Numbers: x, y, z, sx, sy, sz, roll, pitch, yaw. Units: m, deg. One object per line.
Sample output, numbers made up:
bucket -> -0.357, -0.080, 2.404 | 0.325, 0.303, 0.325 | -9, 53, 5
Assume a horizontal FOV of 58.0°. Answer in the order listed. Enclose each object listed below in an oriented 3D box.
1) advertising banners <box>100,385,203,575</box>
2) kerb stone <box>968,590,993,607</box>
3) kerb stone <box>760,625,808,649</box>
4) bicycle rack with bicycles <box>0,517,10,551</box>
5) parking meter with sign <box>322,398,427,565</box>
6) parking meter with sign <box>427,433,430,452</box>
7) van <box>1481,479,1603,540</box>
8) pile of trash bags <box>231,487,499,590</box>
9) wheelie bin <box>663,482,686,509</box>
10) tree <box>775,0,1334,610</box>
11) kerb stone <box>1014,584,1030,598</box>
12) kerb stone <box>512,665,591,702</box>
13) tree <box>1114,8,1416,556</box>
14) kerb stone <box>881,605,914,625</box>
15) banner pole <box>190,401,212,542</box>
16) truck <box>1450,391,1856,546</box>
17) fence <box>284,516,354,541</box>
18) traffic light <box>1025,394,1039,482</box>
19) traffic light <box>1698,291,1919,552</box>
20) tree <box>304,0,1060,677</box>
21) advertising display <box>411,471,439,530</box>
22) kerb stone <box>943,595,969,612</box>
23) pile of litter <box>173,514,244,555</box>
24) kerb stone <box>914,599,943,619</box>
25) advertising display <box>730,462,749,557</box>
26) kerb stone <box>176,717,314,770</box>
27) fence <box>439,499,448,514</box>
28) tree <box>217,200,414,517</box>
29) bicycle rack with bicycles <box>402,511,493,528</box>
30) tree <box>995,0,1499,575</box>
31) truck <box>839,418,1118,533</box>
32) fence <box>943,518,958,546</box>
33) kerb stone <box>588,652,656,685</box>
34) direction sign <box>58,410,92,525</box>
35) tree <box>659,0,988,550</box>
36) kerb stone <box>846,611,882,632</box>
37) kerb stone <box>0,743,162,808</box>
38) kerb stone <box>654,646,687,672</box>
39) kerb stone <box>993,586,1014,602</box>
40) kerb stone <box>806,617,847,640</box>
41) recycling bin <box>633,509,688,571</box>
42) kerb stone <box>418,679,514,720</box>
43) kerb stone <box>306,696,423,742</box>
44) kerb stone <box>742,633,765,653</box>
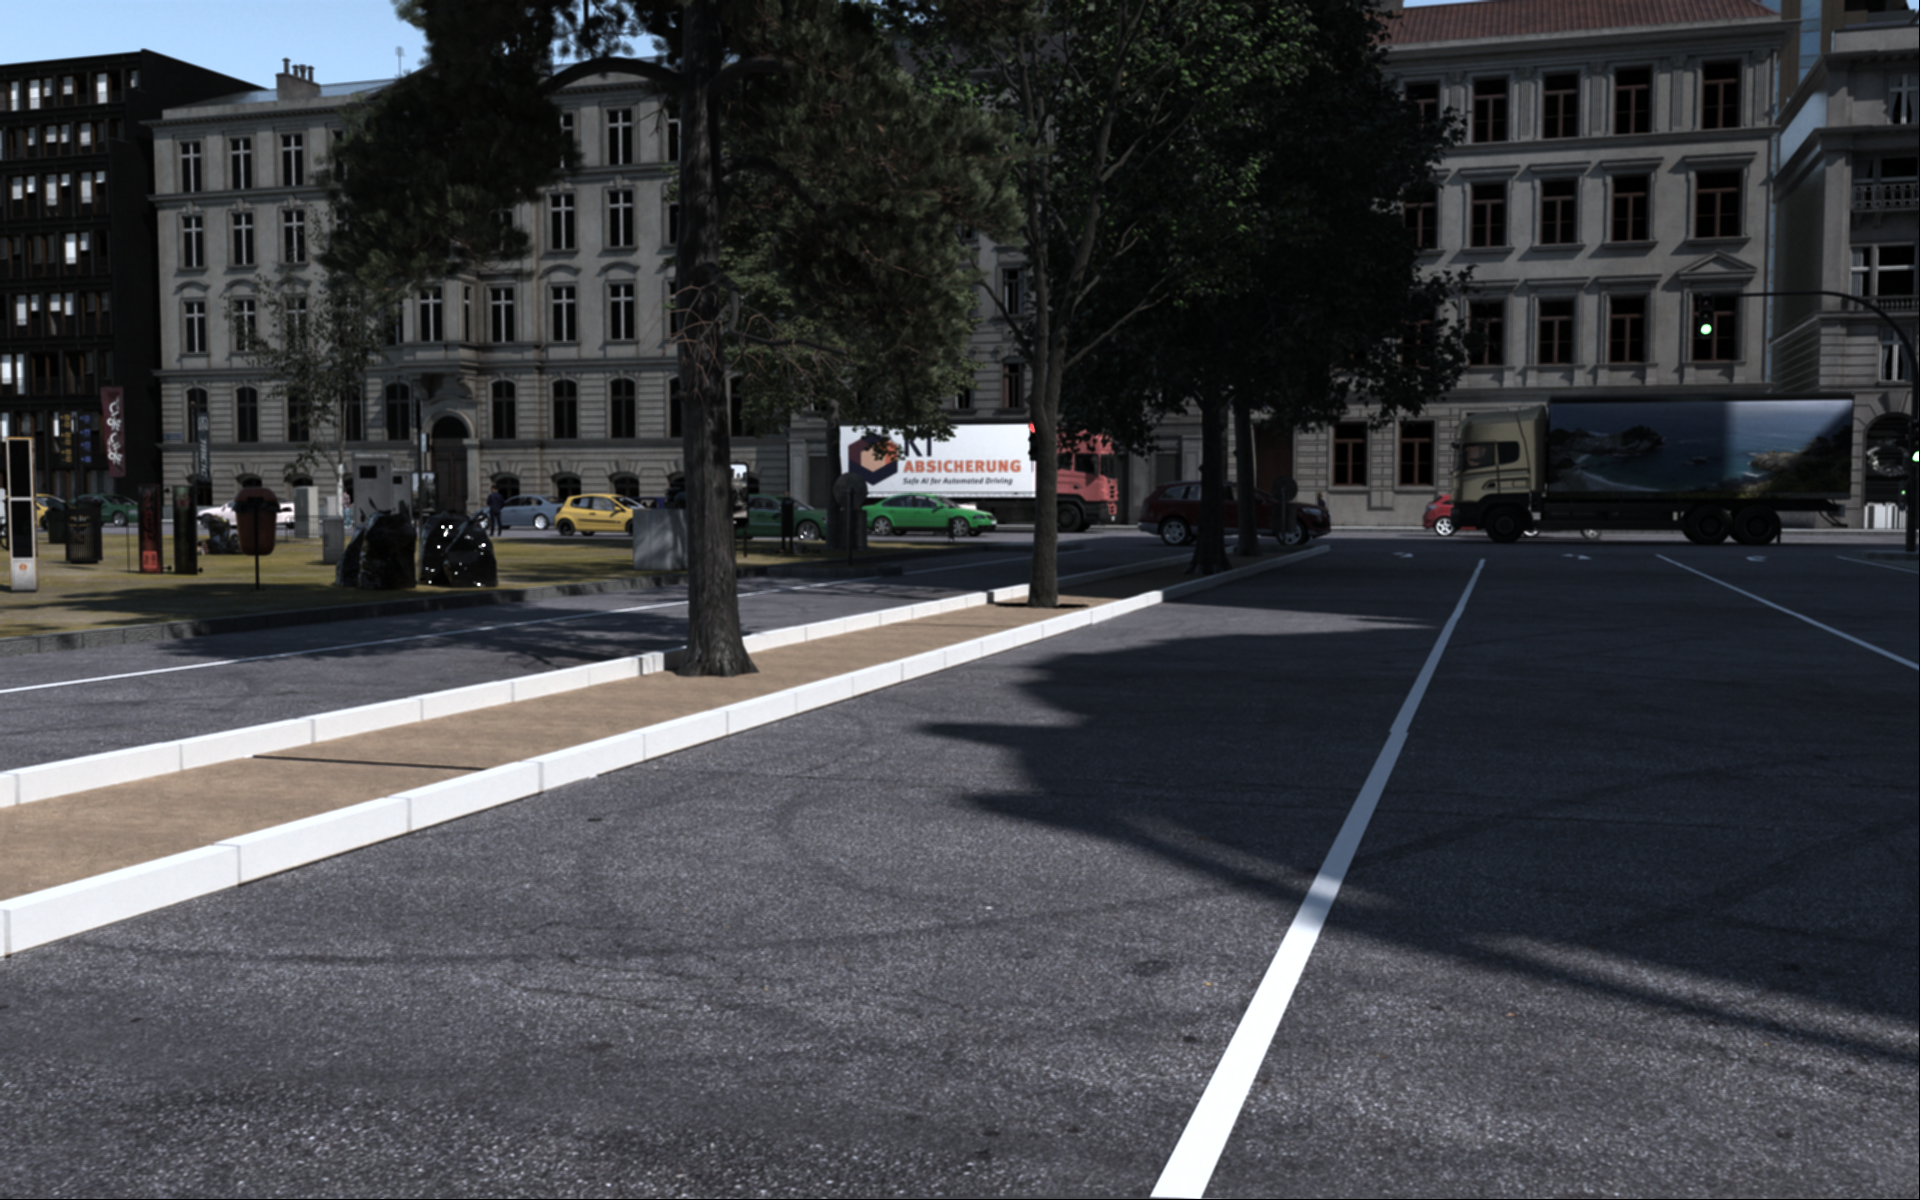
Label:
advertising banners -> -12.960, -1.928, 27.708 | 2.074, 3.025, 0.090 | 2, 4, 23
kerb stone -> 0.184, 0.001, 22.184 | 0.120, 0.150, 1.000 | 1, 4, 18
kerb stone -> -1.706, 0.361, 16.295 | 0.120, 0.150, 1.000 | 1, 4, 18
bicycle rack with bicycles -> -22.493, -1.552, 38.750 | 2.852, 0.926, 2.925 | 2, 4, 25
parking meter with sign -> -10.669, -2.153, 31.461 | 1.738, 3.016, 0.543 | -1, 4, -15
parking meter with sign -> -15.983, -3.234, 49.142 | 1.738, 3.016, 0.543 | -2, 4, -34
van -> 18.768, -2.958, 55.379 | 4.112, 2.044, 2.013 | 1, 4, 18
pile of trash bags -> -8.199, -0.867, 23.930 | 3.447, 1.369, 1.912 | -1, 4, -21
wheelie bin -> -7.625, -2.397, 47.099 | 0.980, 1.594, 0.693 | 2, 4, 34
tree -> 1.114, -5.696, 21.343 | 9.928, 11.665, 9.643 | 0, 3, 0
kerb stone -> 0.811, -0.119, 24.136 | 0.120, 0.150, 1.000 | 1, 4, 18
kerb stone -> -2.956, 0.604, 12.357 | 0.120, 0.150, 1.000 | 1, 4, 18
tree -> 6.501, -7.939, 39.685 | 7.806, 13.903, 7.818 | 0, 3, 0
kerb stone -> -0.760, 0.181, 19.236 | 0.120, 0.150, 1.000 | 1, 4, 18
banner pole -> -20.474, -3.465, 46.673 | 0.863, 3.779, 0.401 | 2, 4, 28
truck -> 19.352, -3.740, 50.070 | 11.283, 4.237, 2.839 | 1, 4, 17
fence -> -17.487, -1.973, 47.637 | 2.069, 0.683, 0.278 | -1, 4, -13
traffic light -> 2.034, -3.390, 44.353 | 0.839, 4.253, 0.868 | 1, 4, 18
traffic light -> 19.031, -3.922, 38.795 | 4.771, 5.953, 1.251 | 1, 4, 18
tree -> -2.029, -5.438, 13.431 | 6.751, 12.117, 7.091 | 0, 3, 0
advertising display -> -14.849, -2.623, 48.100 | 0.974, 1.923, 0.123 | 2, 4, 31
kerb stone -> -0.132, 0.064, 21.209 | 0.120, 0.150, 1.000 | 1, 4, 18
pile of litter -> -15.762, -1.398, 36.819 | 1.719, 0.858, 1.176 | 0, 4, -3
kerb stone -> -0.440, 0.121, 20.224 | 0.120, 0.150, 1.000 | 1, 4, 18
advertising display -> -4.713, -1.819, 34.950 | 0.974, 1.923, 0.123 | -3, 4, -36
kerb stone -> -3.913, 0.786, 9.422 | 0.120, 0.150, 1.000 | 1, 4, 18
fence -> -9.114, -1.184, 30.565 | 0.480, 1.192, 2.264 | -1, 4, -20
tree -> -15.343, -5.608, 42.051 | 4.360, 8.622, 3.978 | 0, 3, 0
bicycle rack with bicycles -> -11.080, -1.401, 36.291 | 2.852, 0.926, 2.925 | -1, 4, -13
tree -> 4.493, -6.796, 30.575 | 9.611, 12.733, 9.660 | 0, 3, 0
truck -> 0.929, -4.685, 65.508 | 11.283, 4.237, 2.839 | 1, 4, 16
fence -> -0.222, -1.721, 43.520 | 0.278, 0.683, 2.069 | 0, 4, -4
kerb stone -> -2.654, 0.544, 13.348 | 0.120, 0.150, 1.000 | 1, 4, 18
direction sign -> -24.040, -3.371, 47.114 | 0.379, 3.537, 0.876 | 2, 4, 34
tree -> -3.311, -7.417, 39.401 | 7.486, 12.596, 7.792 | 0, 3, 0
kerb stone -> -1.081, 0.243, 18.261 | 0.120, 0.150, 1.000 | 1, 4, 18
kerb stone -> -4.220, 0.841, 8.444 | 0.120, 0.150, 1.000 | 1, 4, 18
kerb stone -> -2.339, 0.481, 14.327 | 0.120, 0.150, 1.000 | 1, 4, 18
kerb stone -> 0.494, -0.059, 23.161 | 0.120, 0.150, 1.000 | 1, 4, 18
kerb stone -> -1.389, 0.304, 17.283 | 0.120, 0.150, 1.000 | 1, 4, 18
recycling bin -> -5.022, -1.015, 29.154 | 0.722, 1.027, 0.722 | 1, 4, 22
kerb stone -> -3.280, 0.663, 11.384 | 0.120, 0.150, 1.000 | 1, 4, 18
kerb stone -> -3.595, 0.725, 10.409 | 0.120, 0.150, 1.000 | 1, 4, 18
kerb stone -> -2.005, 0.426, 15.304 | 0.120, 0.150, 1.000 | 1, 4, 18
